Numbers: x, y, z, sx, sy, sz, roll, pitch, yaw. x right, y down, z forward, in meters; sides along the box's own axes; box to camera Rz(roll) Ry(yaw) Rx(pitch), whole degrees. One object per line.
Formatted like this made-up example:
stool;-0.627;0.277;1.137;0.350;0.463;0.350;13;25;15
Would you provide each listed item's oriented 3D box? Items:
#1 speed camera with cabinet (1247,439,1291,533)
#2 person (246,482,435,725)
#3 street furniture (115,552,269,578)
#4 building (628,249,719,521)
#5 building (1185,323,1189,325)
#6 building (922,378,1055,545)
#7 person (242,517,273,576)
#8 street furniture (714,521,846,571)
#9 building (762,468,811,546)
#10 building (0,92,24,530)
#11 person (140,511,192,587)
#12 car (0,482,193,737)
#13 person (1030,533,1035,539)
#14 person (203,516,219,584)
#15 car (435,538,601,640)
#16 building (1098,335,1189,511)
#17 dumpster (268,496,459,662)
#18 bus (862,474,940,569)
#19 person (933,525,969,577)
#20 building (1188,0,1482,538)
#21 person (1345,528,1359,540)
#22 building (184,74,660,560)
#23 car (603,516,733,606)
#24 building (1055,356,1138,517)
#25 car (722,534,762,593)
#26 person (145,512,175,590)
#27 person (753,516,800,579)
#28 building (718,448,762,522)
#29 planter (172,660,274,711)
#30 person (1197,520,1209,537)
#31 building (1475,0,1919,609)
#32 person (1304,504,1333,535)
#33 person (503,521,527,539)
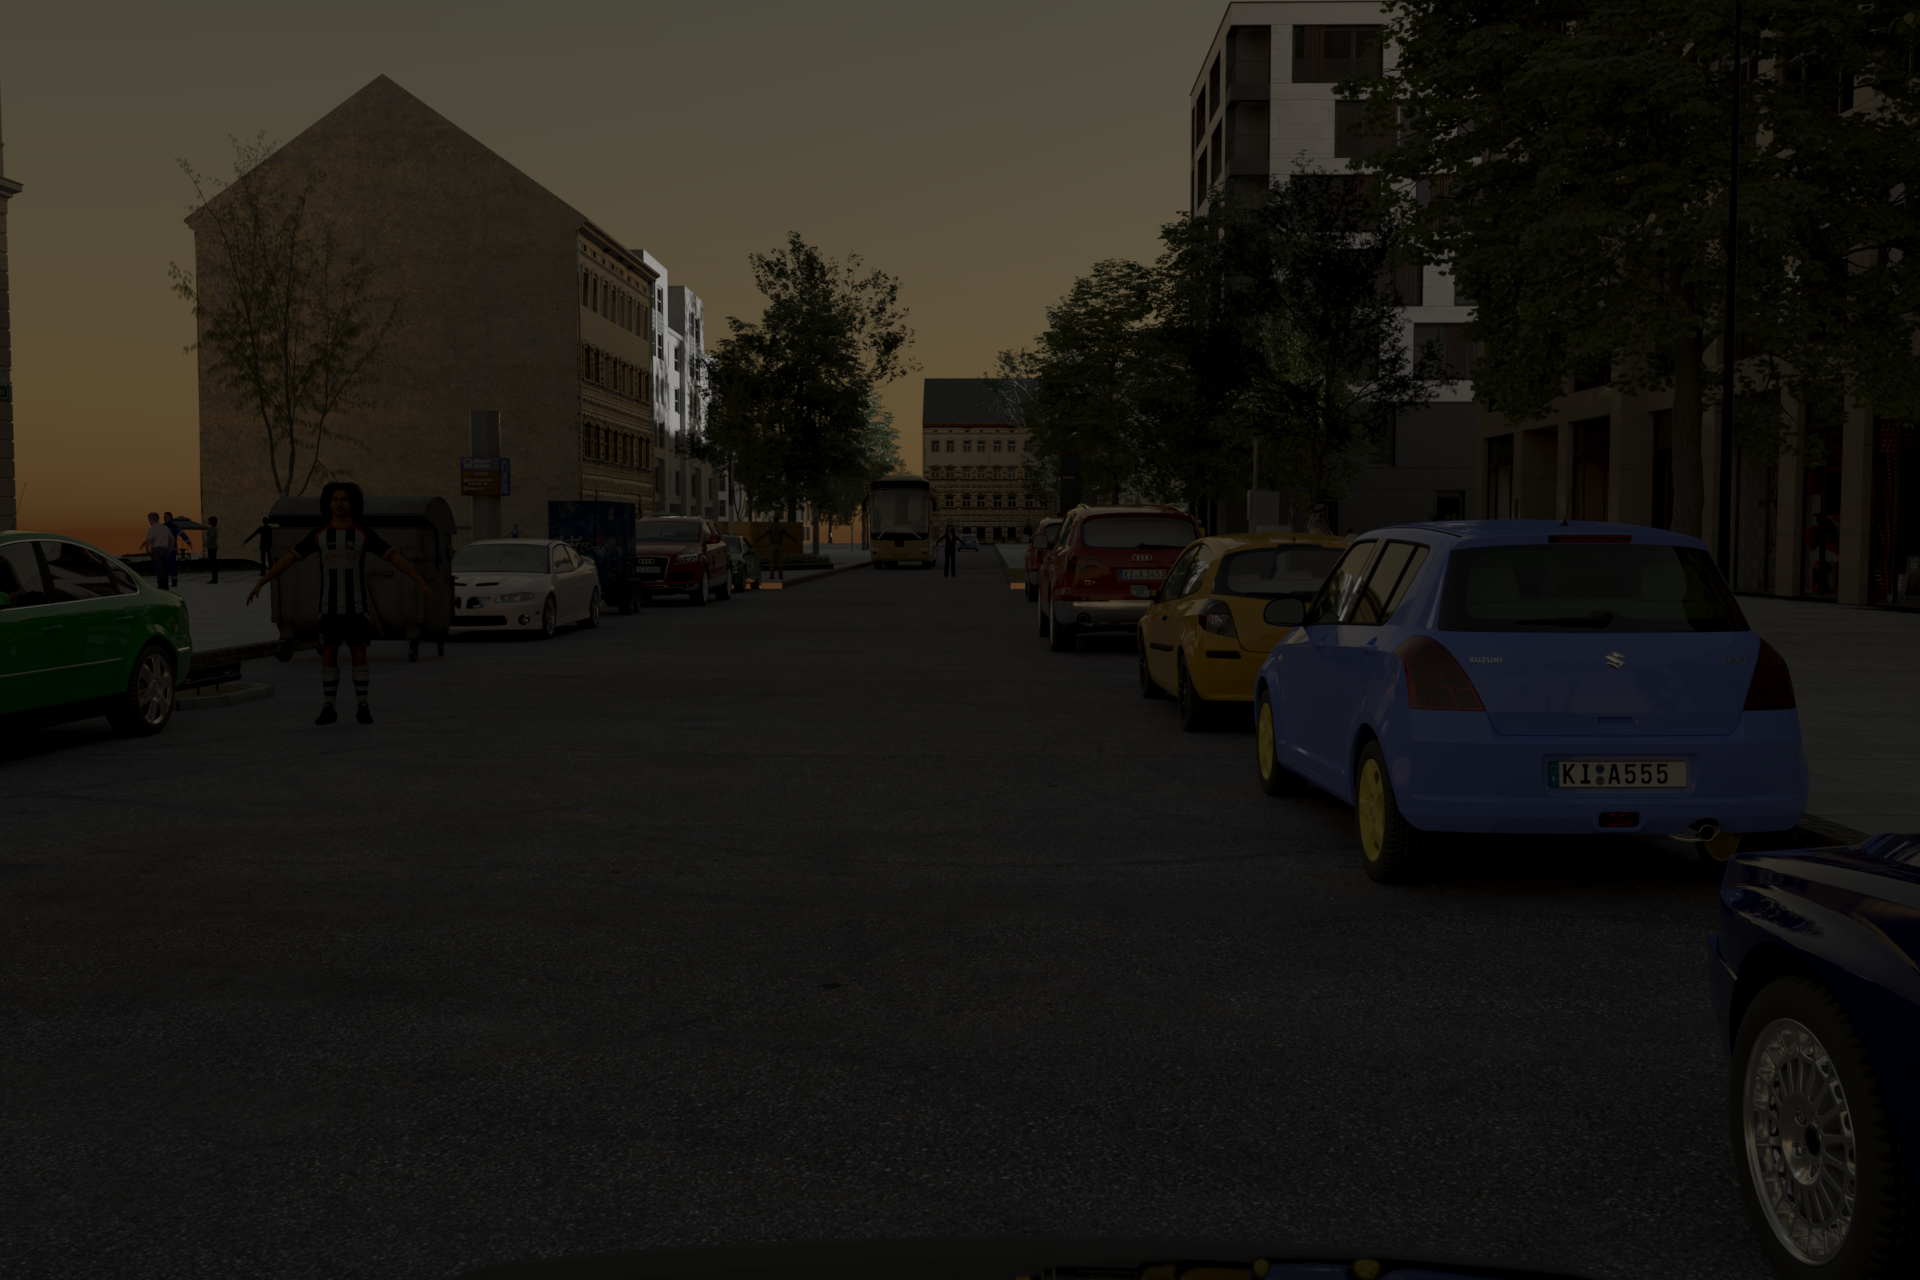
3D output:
speed camera with cabinet;6.302;-2.503;35.258;0.660;3.252;2.038;0;4;1
person;-4.673;-0.276;13.117;1.345;1.843;0.704;-1;4;-13
street furniture;-26.135;-2.443;55.570;5.734;0.657;10.072;0;4;2
building;-27.910;-15.728;123.617;16.747;18.905;31.486;0;4;0
building;25.802;-17.418;115.720;19.493;23.208;18.063;0;4;1
building;4.058;-25.015;242.383;18.063;23.208;19.493;0;4;1
person;-21.217;-2.861;52.968;1.347;1.806;0.705;-2;4;-32
street furniture;-9.039;-3.336;61.392;11.010;1.723;9.812;2;4;32
building;-21.482;-15.637;197.815;9.099;9.664;28.070;0;3;0
building;-32.634;-15.415;37.941;13.634;28.700;20.117;0;4;2
person;-19.240;-2.208;42.074;1.345;1.831;0.704;0;4;7
car;-6.626;-0.133;10.966;1.959;1.807;4.718;0;4;1
person;3.219;-3.708;66.808;1.347;1.806;0.705;0;4;-4
person;-19.390;-2.324;44.759;0.721;1.744;1.215;-1;4;-14
car;-6.471;-0.775;25.035;2.083;1.381;4.827;0;4;1
building;24.463;-21.431;181.322;19.493;23.208;18.063;0;4;1
dumpster;-6.805;-0.708;19.786;1.865;1.857;1.264;0;4;1
bus;-2.298;-5.067;74.394;2.896;3.916;12.252;0;4;1
person;-0.308;-2.932;57.112;1.216;1.740;0.721;-1;4;-16
building;24.664;-14.610;82.856;27.936;21.610;32.646;0;4;1
person;10.025;-2.128;44.032;0.628;1.438;0.799;-3;4;-39
building;-27.370;-15.987;92.309;19.493;23.208;18.063;0;4;1
car;-6.034;-1.682;36.166;2.281;1.827;5.304;0;4;1
building;25.627;-22.708;215.243;27.936;21.610;32.646;0;4;1
car;-6.160;-1.967;43.966;2.131;1.459;4.920;0;4;1
person;-15.820;-1.659;34.109;0.436;1.711;0.756;2;4;25
person;-5.221;-2.626;49.206;1.348;1.796;0.705;-1;4;-11
building;-23.420;-13.727;166.591;9.099;9.664;28.070;0;4;1
planter;-7.069;0.385;14.847;1.991;0.319;1.994;0;4;1
person;9.184;-3.717;66.748;1.349;1.833;0.705;-2;4;-34
building;24.822;-14.126;34.165;19.351;26.588;34.151;0;4;1
person;5.489;-1.208;26.459;0.621;1.740;0.551;-1;4;-17
person;-19.819;-4.364;77.204;1.347;1.847;0.705;1;4;12
